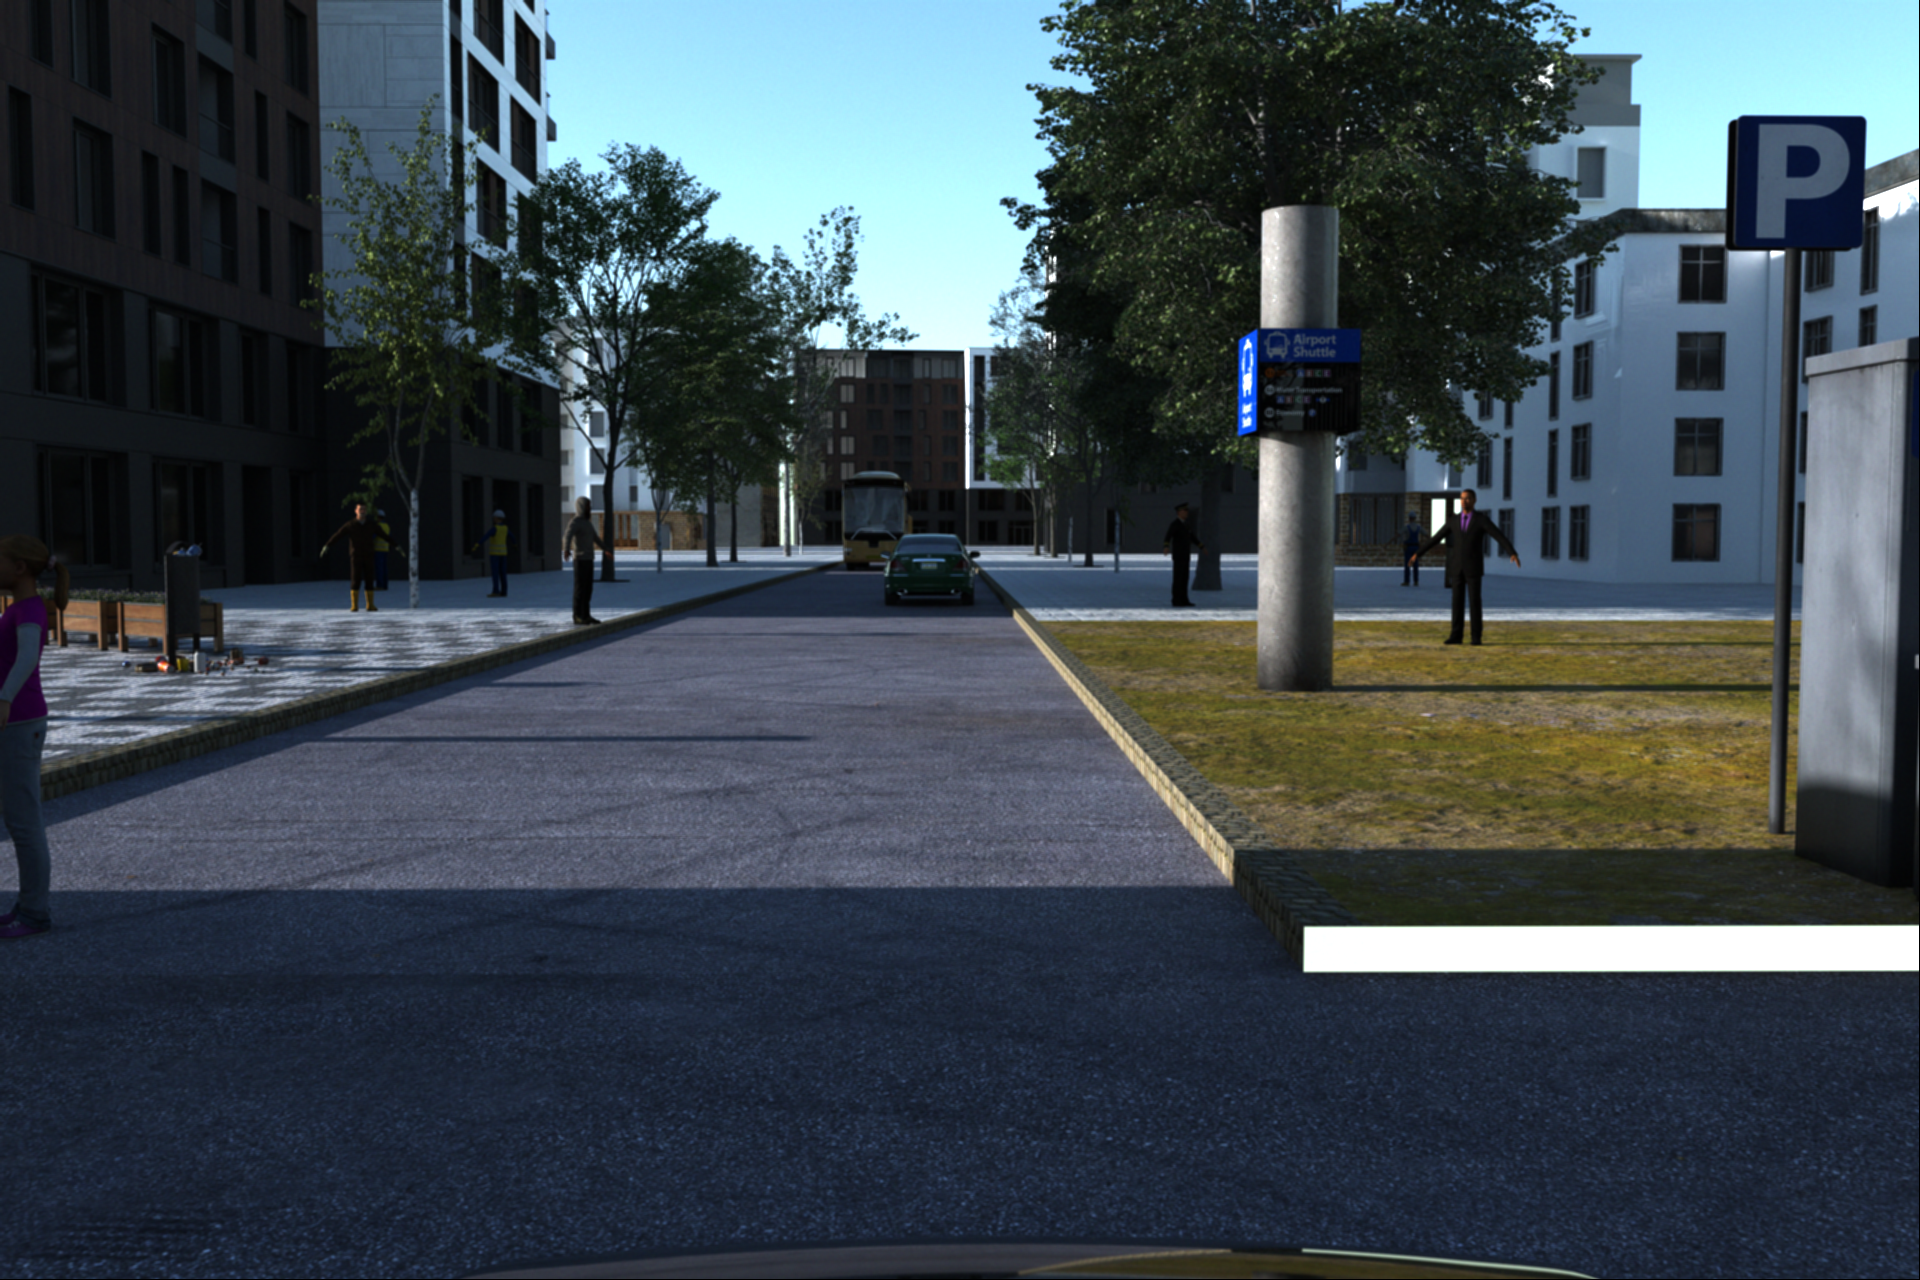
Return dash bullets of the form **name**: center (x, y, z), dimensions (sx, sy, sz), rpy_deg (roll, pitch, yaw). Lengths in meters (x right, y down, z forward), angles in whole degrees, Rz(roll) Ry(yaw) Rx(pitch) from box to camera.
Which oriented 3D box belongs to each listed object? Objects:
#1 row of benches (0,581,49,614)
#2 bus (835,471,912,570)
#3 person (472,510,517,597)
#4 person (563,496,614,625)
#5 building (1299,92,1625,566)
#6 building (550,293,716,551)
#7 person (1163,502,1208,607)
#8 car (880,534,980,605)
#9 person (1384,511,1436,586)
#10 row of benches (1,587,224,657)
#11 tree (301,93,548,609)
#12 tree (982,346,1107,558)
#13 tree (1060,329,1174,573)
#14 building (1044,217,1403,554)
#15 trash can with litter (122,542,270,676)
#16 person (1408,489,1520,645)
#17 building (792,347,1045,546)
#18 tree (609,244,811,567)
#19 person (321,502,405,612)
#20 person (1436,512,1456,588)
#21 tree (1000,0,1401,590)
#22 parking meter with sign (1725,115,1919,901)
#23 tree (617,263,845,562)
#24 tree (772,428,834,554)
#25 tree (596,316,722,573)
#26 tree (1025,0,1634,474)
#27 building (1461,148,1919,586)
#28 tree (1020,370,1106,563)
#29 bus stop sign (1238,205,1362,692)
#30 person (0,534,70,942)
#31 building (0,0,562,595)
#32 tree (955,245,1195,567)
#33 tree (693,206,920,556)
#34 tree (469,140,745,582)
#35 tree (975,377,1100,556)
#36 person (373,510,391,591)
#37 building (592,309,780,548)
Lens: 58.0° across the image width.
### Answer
- **row of benches**: center (-14.048, -0.457, 22.927), dimensions (1.422, 0.672, 4.104), rpy_deg (1, 4, 22)
- **bus**: center (-3.342, -4.904, 71.723), dimensions (2.896, 3.916, 12.252), rpy_deg (0, 4, -1)
- **person**: center (-9.491, -1.771, 35.413), dimensions (0.721, 1.772, 1.216), rpy_deg (2, 4, 30)
- **person**: center (-5.326, -1.131, 24.613), dimensions (0.705, 1.813, 1.348), rpy_deg (1, 4, 16)
- **building**: center (20.373, -13.711, 80.594), dimensions (16.016, 20.090, 11.380), rpy_deg (0, 4, -1)
- **building**: center (-25.867, -17.084, 135.741), dimensions (16.016, 20.090, 11.380), rpy_deg (0, 4, 0)
- **person**: center (3.944, -1.512, 30.652), dimensions (0.705, 1.837, 1.347), rpy_deg (3, 5, 40)
- **car**: center (-0.627, -1.498, 36.296), dimensions (2.131, 1.459, 4.920), rpy_deg (0, 4, -1)
- **person**: center (11.190, -2.269, 42.952), dimensions (1.347, 1.847, 0.705), rpy_deg (0, 4, -8)
- **row of benches**: center (-9.576, -0.248, 19.519), dimensions (4.104, 0.672, 1.422), rpy_deg (3, 4, 39)
- **tree**: center (-9.358, -4.861, 29.833), dimensions (4.737, 8.622, 4.395), rpy_deg (0, 3, 0)
- **tree**: center (5.040, -10.270, 93.669), dimensions (9.928, 11.665, 9.643), rpy_deg (0, 3, 0)
- **tree**: center (5.455, -6.542, 57.322), dimensions (4.737, 8.622, 4.395), rpy_deg (0, 3, 0)
- **building**: center (19.976, -17.297, 126.788), dimensions (27.936, 21.610, 32.646), rpy_deg (0, 4, 0)
- **trash can with litter**: center (-7.223, -0.348, 16.748), dimensions (1.678, 1.210, 2.233), rpy_deg (0, 4, 1)
- **person**: center (5.869, -0.848, 20.083), dimensions (1.346, 1.802, 0.704), rpy_deg (3, 5, 40)
- **building**: center (-2.867, -21.732, 201.742), dimensions (32.646, 21.610, 27.936), rpy_deg (0, 4, -7)
- **tree**: center (-9.706, -9.143, 67.620), dimensions (7.486, 12.596, 7.792), rpy_deg (0, 3, 0)
- **person**: center (-9.913, -1.382, 28.737), dimensions (1.346, 1.812, 0.704), rpy_deg (-2, 4, -29)
- **person**: center (11.716, -2.133, 41.144), dimensions (1.348, 1.796, 0.705), rpy_deg (-2, 4, -35)
- **tree**: center (5.687, -8.119, 39.405), dimensions (9.857, 13.997, 8.962), rpy_deg (0, 3, 0)
- **parking meter with sign**: center (3.521, -0.627, 6.510), dimensions (0.543, 3.016, 1.738), rpy_deg (0, 4, -1)
- **tree**: center (-10.319, -10.307, 78.889), dimensions (12.009, 13.543, 11.850), rpy_deg (0, 3, 0)
- **tree**: center (-10.186, -9.823, 110.973), dimensions (4.360, 8.622, 3.978), rpy_deg (0, 3, 0)
- **tree**: center (-9.923, -6.525, 57.049), dimensions (4.360, 8.622, 3.978), rpy_deg (0, 3, 0)
- **tree**: center (5.822, -7.411, 27.818), dimensions (9.857, 13.997, 8.962), rpy_deg (0, 3, 0)
- **building**: center (21.558, -6.288, 44.955), dimensions (9.099, 9.664, 28.070), rpy_deg (0, 4, 0)
- **tree**: center (5.007, -7.785, 77.647), dimensions (4.360, 8.622, 3.978), rpy_deg (0, 3, 0)
- **bus stop sign**: center (2.776, -1.543, 14.250), dimensions (0.837, 3.901, 0.837), rpy_deg (0, 4, -1)
- **person**: center (-3.428, 0.338, 6.196), dimensions (0.599, 1.433, 0.991), rpy_deg (-2, 4, -29)
- **building**: center (-27.904, -12.289, 44.894), dimensions (27.936, 21.610, 32.646), rpy_deg (0, 4, -1)
- **tree**: center (5.122, -9.592, 67.192), dimensions (12.009, 13.543, 11.850), rpy_deg (0, 3, 0)
- **tree**: center (-8.580, -14.868, 98.987), dimensions (12.611, 20.169, 13.585), rpy_deg (0, 3, 0)
- **tree**: center (-9.299, -7.359, 46.081), dimensions (9.928, 11.665, 9.643), rpy_deg (0, 3, 0)
- **tree**: center (4.686, -10.844, 103.052), dimensions (9.928, 11.665, 9.643), rpy_deg (0, 3, 0)
- **person**: center (-13.197, -2.042, 39.350), dimensions (0.705, 1.833, 1.349), rpy_deg (0, 4, 6)
- **building**: center (-28.026, -20.828, 171.468), dimensions (19.493, 23.208, 18.063), rpy_deg (0, 4, -1)
